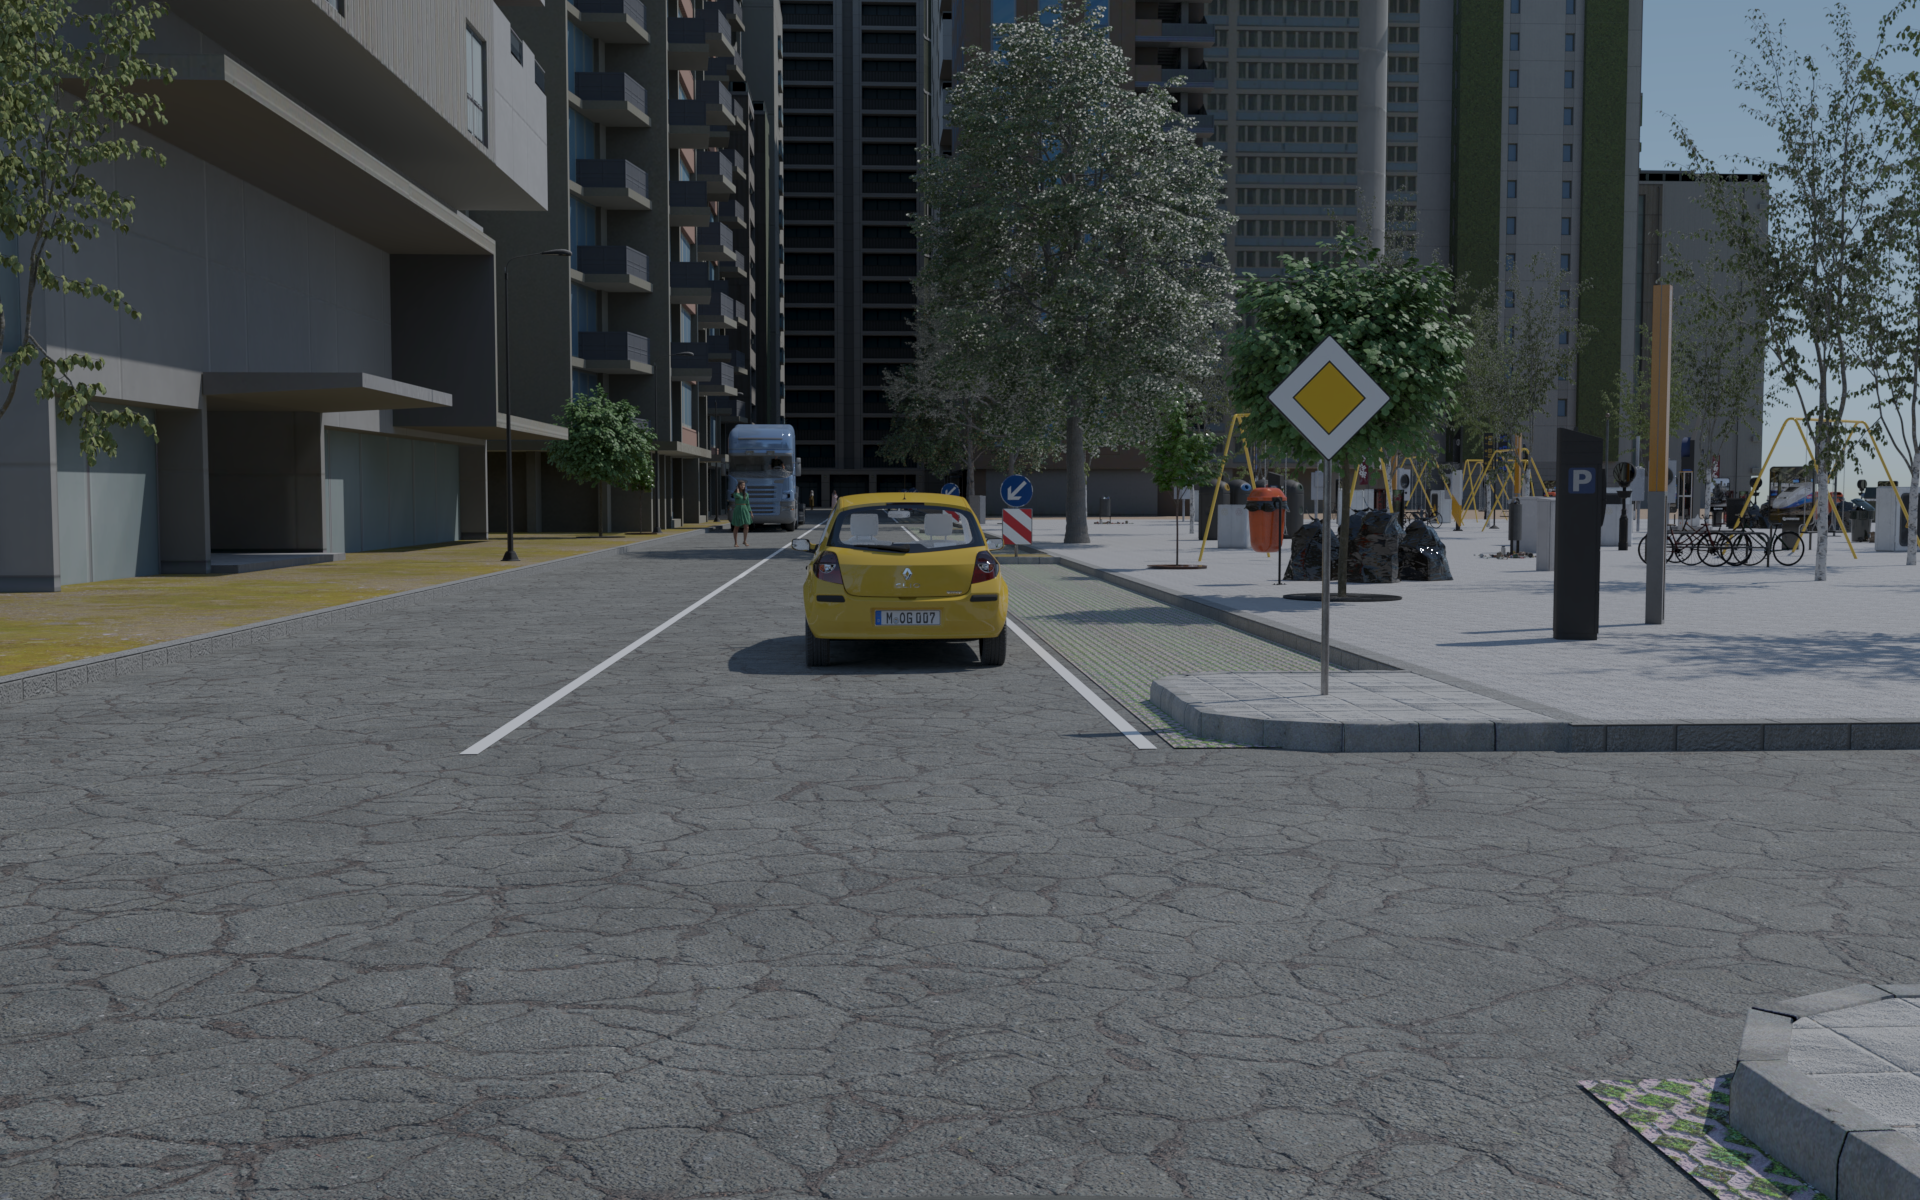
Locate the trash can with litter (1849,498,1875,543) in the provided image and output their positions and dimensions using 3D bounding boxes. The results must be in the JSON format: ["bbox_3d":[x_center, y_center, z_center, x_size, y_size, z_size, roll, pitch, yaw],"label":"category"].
[{"bbox_3d":[24.103,-2.107,45.843,0.624,1.170,1.055,-2,4,-25],"label":"trash can with litter"}]

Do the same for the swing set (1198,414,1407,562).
[{"bbox_3d":[6.431,-2.174,33.170,3.119,2.851,2.862,3,4,38],"label":"swing set"}]

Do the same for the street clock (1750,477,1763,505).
[{"bbox_3d":[33.946,-4.241,73.903,0.471,2.002,0.358,-1,4,-12],"label":"street clock"}]

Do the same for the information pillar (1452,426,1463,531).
[{"bbox_3d":[17.222,-4.196,59.959,0.183,3.616,0.504,-1,4,-16],"label":"information pillar"}]

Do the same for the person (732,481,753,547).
[{"bbox_3d":[-5.930,-2.336,46.948,0.600,1.795,0.529,-3,5,-43],"label":"person"}]

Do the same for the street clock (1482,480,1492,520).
[{"bbox_3d":[26.432,-5.035,86.884,0.358,2.002,0.471,-1,4,-18],"label":"street clock"}]

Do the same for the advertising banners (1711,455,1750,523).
[{"bbox_3d":[34.153,-4.935,76.876,0.090,3.025,2.074,-2,4,-29],"label":"advertising banners"}]

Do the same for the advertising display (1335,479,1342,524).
[{"bbox_3d":[16.434,-4.232,74.406,0.123,1.923,0.974,3,5,43],"label":"advertising display"}]

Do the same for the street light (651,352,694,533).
[{"bbox_3d":[-9.413,-5.151,56.766,1.470,5.913,1.316,0,4,-3],"label":"street light"}]

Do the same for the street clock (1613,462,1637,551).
[{"bbox_3d":[15.078,-2.126,39.326,0.471,2.002,0.358,2,4,30],"label":"street clock"}]

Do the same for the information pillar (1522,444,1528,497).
[{"bbox_3d":[26.134,-5.429,80.123,0.183,3.616,0.504,0,4,-1],"label":"information pillar"}]

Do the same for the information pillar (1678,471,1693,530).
[{"bbox_3d":[23.505,-3.159,56.148,0.304,2.012,0.304,-1,4,-8],"label":"information pillar"}]

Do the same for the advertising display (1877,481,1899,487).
[{"bbox_3d":[45.057,-4.827,84.142,0.123,1.923,0.974,-2,4,-32],"label":"advertising display"}]

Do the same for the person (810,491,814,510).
[{"bbox_3d":[-13.527,-9.045,157.116,0.721,1.736,1.217,-1,4,-10],"label":"person"}]

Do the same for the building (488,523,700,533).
[{"bbox_3d":[-20.696,-25.354,69.157,22.147,44.769,28.867,0,4,-3],"label":"building"}]

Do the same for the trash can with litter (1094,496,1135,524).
[{"bbox_3d":[6.609,-3.858,74.134,2.233,1.210,1.678,-2,4,-25],"label":"trash can with litter"}]

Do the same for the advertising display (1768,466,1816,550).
[{"bbox_3d":[19.176,-2.124,39.937,0.974,1.923,0.123,3,5,40],"label":"advertising display"}]

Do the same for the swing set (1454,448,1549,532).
[{"bbox_3d":[19.217,-3.839,60.388,2.862,2.851,3.119,0,4,-1],"label":"swing set"}]

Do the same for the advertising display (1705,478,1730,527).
[{"bbox_3d":[29.478,-3.804,67.413,0.974,1.923,0.123,0,4,-7],"label":"advertising display"}]

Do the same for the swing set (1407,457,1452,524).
[{"bbox_3d":[18.998,-4.522,71.554,2.862,2.851,3.119,0,4,-5],"label":"swing set"}]

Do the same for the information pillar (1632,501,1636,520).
[{"bbox_3d":[32.998,-4.926,85.027,0.304,2.012,0.304,0,4,3],"label":"information pillar"}]

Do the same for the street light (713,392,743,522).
[{"bbox_3d":[-10.609,-6.528,79.268,1.470,5.913,1.316,0,4,-3],"label":"street light"}]

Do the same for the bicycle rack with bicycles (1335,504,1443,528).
[{"bbox_3d":[16.250,-3.158,65.019,2.852,0.926,2.925,-2,4,-29],"label":"bicycle rack with bicycles"}]

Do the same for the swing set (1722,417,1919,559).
[{"bbox_3d":[17.940,-2.351,36.052,3.119,2.851,2.862,-3,4,-36],"label":"swing set"}]

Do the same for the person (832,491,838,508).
[{"bbox_3d":[-11.734,-9.354,162.107,0.621,1.740,0.551,2,4,25],"label":"person"}]

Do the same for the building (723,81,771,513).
[{"bbox_3d":[-20.734,-21.387,121.384,14.160,30.474,14.107,0,4,-3],"label":"building"}]

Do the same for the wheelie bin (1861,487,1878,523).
[{"bbox_3d":[40.850,-4.259,77.537,0.980,1.594,0.693,3,5,39],"label":"wheelie bin"}]

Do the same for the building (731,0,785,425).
[{"bbox_3d":[-26.289,-32.164,149.581,21.600,48.544,21.300,0,4,-3],"label":"building"}]

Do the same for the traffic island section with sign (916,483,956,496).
[{"bbox_3d":[-0.490,-3.353,63.456,1.989,1.847,2.006,0,4,-3],"label":"traffic island section with sign"}]

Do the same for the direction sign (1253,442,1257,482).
[{"bbox_3d":[10.399,-4.228,61.128,0.379,3.537,0.876,1,4,17],"label":"direction sign"}]

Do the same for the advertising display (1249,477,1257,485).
[{"bbox_3d":[10.911,-3.628,64.527,0.123,1.923,0.974,1,4,19],"label":"advertising display"}]

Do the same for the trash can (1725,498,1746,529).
[{"bbox_3d":[28.588,-3.194,63.871,0.748,1.137,0.748,0,3,0],"label":"trash can"}]

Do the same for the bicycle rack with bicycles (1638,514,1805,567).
[{"bbox_3d":[13.638,-1.092,31.231,2.925,0.926,2.852,1,4,14],"label":"bicycle rack with bicycles"}]

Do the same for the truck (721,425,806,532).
[{"bbox_3d":[-7.952,-5.082,72.845,2.967,4.110,18.799,0,4,-4],"label":"truck"}]

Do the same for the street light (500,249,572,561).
[{"bbox_3d":[-8.063,-3.698,33.000,1.470,5.913,1.316,0,4,-3],"label":"street light"}]

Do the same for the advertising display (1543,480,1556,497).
[{"bbox_3d":[28.104,-4.700,82.060,0.974,1.923,0.123,0,4,3],"label":"advertising display"}]

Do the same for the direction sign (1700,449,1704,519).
[{"bbox_3d":[37.467,-5.854,87.717,0.379,3.537,0.876,0,4,5],"label":"direction sign"}]

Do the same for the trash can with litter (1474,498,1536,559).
[{"bbox_3d":[10.983,-1.459,34.912,1.678,1.210,2.233,2,4,32],"label":"trash can with litter"}]

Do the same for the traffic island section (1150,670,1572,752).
[{"bbox_3d":[2.348,0.685,11.074,2.009,0.180,2.903,0,4,-3],"label":"traffic island section"}]

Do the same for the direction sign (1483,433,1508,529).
[{"bbox_3d":[19.745,-4.399,63.913,0.876,3.537,0.379,0,3,0],"label":"direction sign"}]

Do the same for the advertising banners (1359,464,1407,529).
[{"bbox_3d":[12.201,-3.305,50.227,0.090,3.025,2.074,-2,4,-29],"label":"advertising banners"}]

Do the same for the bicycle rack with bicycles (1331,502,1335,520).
[{"bbox_3d":[19.299,-4.416,85.578,2.852,0.926,2.925,1,4,18],"label":"bicycle rack with bicycles"}]

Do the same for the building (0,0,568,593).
[{"bbox_3d":[-23.529,-27.117,32.595,28.713,52.752,27.495,0,4,-3],"label":"building"}]

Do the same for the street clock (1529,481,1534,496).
[{"bbox_3d":[28.162,-4.971,85.840,0.358,2.002,0.471,-2,4,-35],"label":"street clock"}]

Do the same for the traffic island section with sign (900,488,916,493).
[{"bbox_3d":[-4.630,-8.032,139.947,1.989,1.847,2.006,0,4,-3],"label":"traffic island section with sign"}]

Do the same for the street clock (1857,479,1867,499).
[{"bbox_3d":[44.628,-4.964,85.729,0.471,2.002,0.358,-2,4,-26],"label":"street clock"}]

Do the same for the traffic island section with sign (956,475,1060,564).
[{"bbox_3d":[1.006,-1.671,35.949,1.989,1.847,2.006,0,4,-3],"label":"traffic island section with sign"}]

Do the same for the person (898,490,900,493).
[{"bbox_3d":[-4.592,-7.513,132.061,1.217,1.743,0.721,-1,4,-20],"label":"person"}]

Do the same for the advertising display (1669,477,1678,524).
[{"bbox_3d":[25.881,-3.580,63.753,0.974,1.923,0.123,0,4,8],"label":"advertising display"}]

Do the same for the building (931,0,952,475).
[{"bbox_3d":[11.435,-34.203,148.449,28.713,52.752,27.495,0,4,-3],"label":"building"}]

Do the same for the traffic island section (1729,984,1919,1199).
[{"bbox_3d":[2.780,1.173,3.101,2.009,0.180,2.903,0,4,-3],"label":"traffic island section"}]

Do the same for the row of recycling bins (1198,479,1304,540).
[{"bbox_3d":[8.216,-2.563,49.013,3.534,1.692,1.069,-2,4,-31],"label":"row of recycling bins"}]
